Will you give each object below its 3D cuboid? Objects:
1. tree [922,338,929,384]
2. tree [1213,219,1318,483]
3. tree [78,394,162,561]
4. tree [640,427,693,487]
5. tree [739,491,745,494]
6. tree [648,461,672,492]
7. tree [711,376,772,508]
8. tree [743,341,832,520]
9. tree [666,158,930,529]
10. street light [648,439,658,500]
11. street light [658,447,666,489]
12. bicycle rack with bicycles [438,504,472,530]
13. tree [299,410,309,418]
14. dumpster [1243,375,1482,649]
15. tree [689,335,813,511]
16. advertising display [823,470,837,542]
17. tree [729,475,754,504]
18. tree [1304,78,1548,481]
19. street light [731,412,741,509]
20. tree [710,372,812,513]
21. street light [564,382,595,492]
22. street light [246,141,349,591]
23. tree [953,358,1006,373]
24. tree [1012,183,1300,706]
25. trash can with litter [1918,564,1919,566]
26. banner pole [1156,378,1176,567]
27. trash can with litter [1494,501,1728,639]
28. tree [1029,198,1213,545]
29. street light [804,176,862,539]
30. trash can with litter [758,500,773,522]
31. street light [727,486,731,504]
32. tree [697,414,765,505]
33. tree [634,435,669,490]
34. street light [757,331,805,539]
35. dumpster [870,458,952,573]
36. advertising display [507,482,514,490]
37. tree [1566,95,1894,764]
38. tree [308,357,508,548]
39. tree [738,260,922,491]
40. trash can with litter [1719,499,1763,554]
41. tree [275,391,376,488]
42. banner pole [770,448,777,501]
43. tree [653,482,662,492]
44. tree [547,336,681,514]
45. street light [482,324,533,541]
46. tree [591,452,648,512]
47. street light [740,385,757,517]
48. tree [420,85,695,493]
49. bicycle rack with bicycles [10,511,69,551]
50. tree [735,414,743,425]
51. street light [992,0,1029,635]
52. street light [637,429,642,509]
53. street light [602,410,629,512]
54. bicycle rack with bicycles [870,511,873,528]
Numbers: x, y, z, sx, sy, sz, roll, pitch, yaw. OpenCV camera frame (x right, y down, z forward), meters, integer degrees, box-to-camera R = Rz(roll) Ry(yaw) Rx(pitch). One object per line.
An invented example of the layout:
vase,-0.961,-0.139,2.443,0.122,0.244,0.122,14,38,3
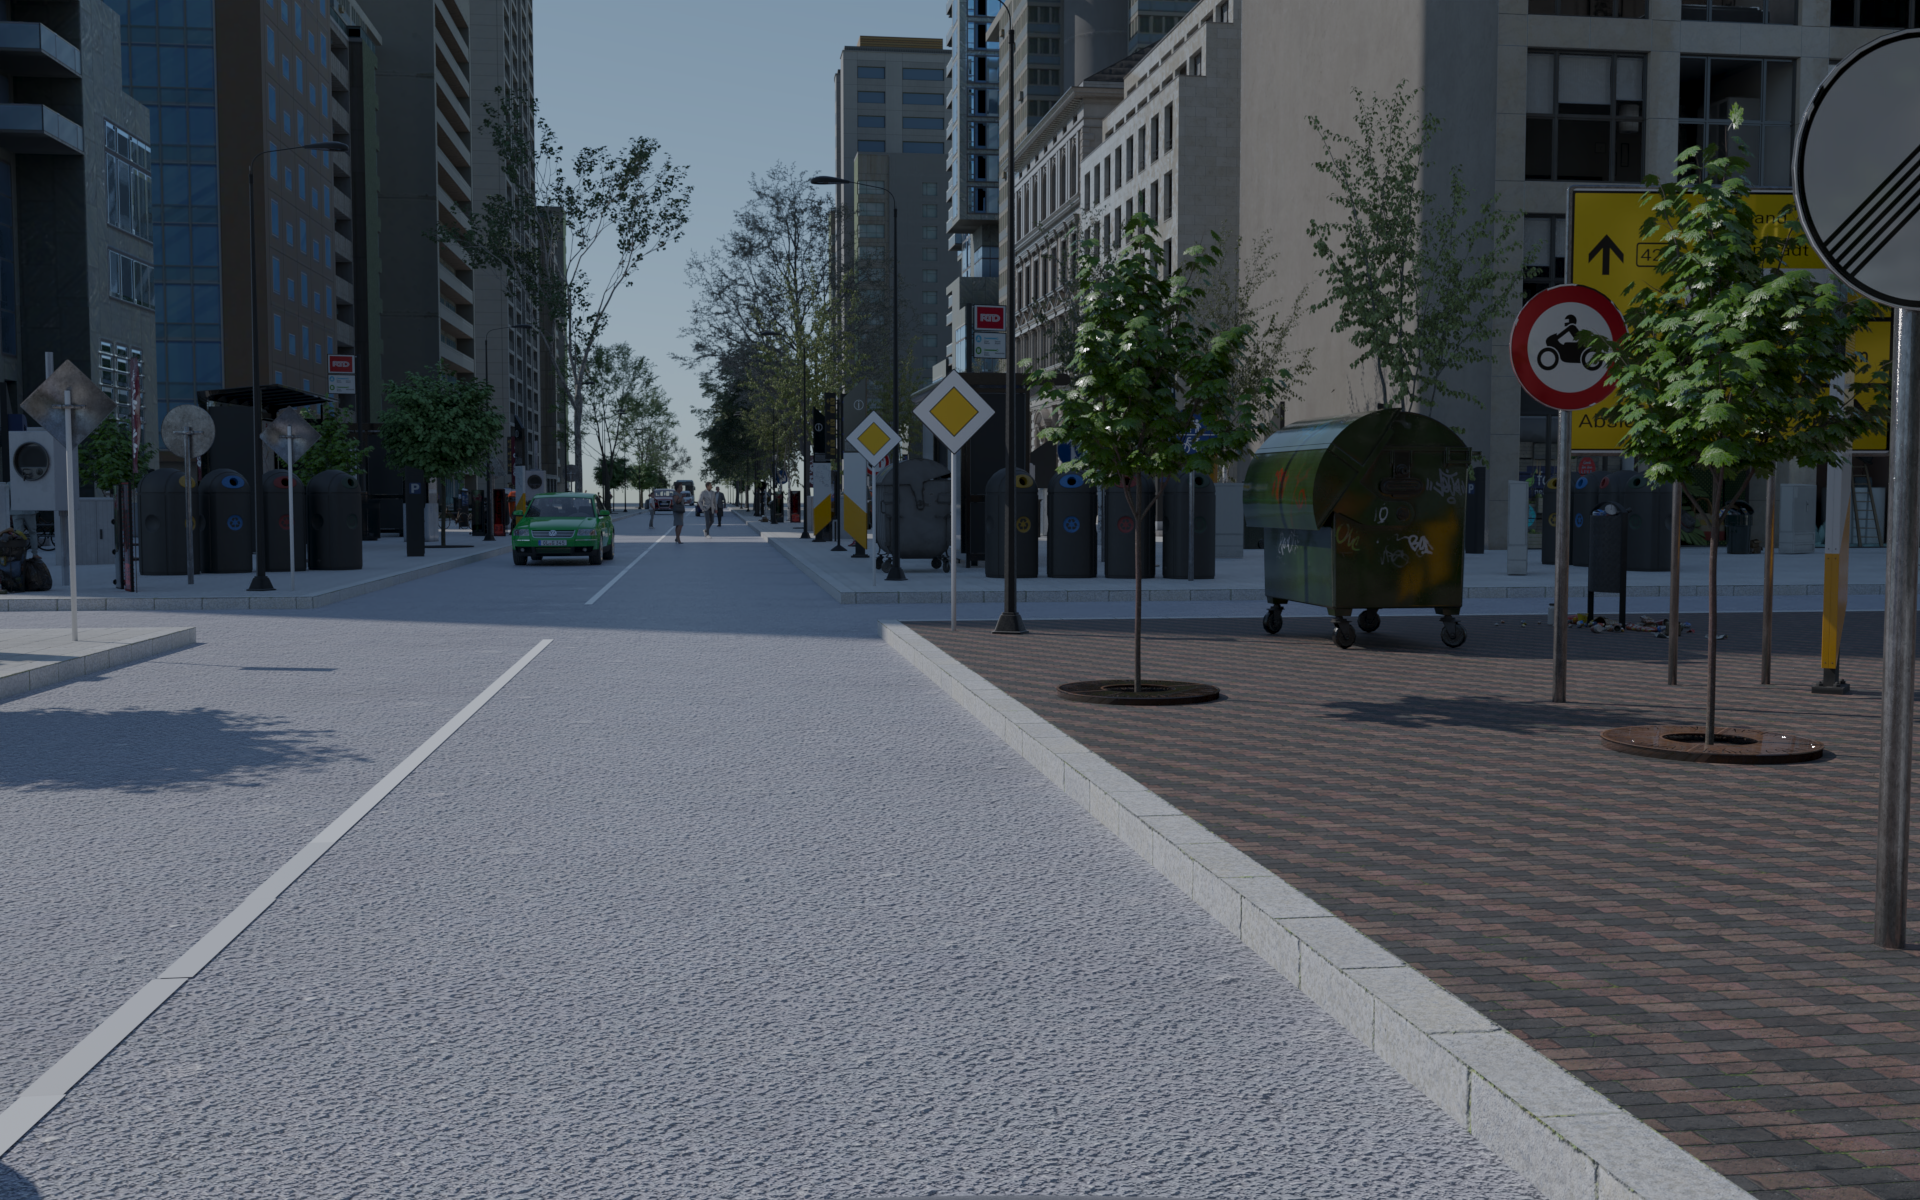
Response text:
tree,-2.822,-7.657,75.553,4.737,8.622,4.395,0,3,0
tree,7.493,-5.936,47.410,4.360,8.622,3.978,0,3,0
tree,-16.451,-2.363,33.232,1.663,3.219,1.824,0,3,0
tree,-39.979,-18.338,234.235,8.767,10.594,7.601,0,4,8
tree,-27.970,-13.903,221.912,1.663,3.219,1.824,0,3,0
tree,-28.755,-10.590,156.856,4.285,4.588,4.351,0,3,0
tree,-19.333,-14.682,158.172,7.486,12.596,7.792,0,3,0
tree,-7.899,-8.073,82.350,4.360,8.622,3.978,0,3,0
tree,-5.733,-9.387,63.841,12.009,13.543,11.850,0,3,0
street light,-26.665,-10.671,147.010,1.470,5.913,1.316,-1,4,-8
street light,-31.624,-12.756,181.098,1.470,5.913,1.316,-1,4,-8
bicycle rack with bicycles,-17.566,-2.988,62.237,2.852,0.926,2.925,1,4,20
tree,-24.483,-4.968,64.945,4.285,4.588,4.351,0,3,0
dumpster,3.476,-0.772,15.115,1.502,2.255,1.985,-1,4,-8
tree,-15.993,-13.968,135.038,9.857,13.997,8.962,0,3,0
advertising display,-3.600,-2.557,47.028,0.123,1.923,0.974,-2,4,-35
tree,-26.766,-14.087,214.030,4.285,4.588,4.351,0,3,0
tree,7.969,-4.935,31.045,4.737,8.622,4.395,0,3,0
street light,-12.448,-7.846,100.820,1.470,5.913,1.316,-1,4,-8
tree,-13.612,-11.298,119.134,7.601,10.594,8.767,-1,4,-14
street light,-15.732,-6.053,71.513,1.470,5.913,1.316,-1,4,-8
street light,-8.750,-3.081,22.909,1.470,5.913,1.316,-1,4,-8
tree,1.524,-8.296,86.009,4.360,8.622,3.978,0,3,0
tree,1.023,-0.992,10.825,1.663,3.219,1.824,0,3,0
trash can with litter,16.310,-1.095,29.283,1.055,1.170,0.624,1,4,19
banner pole,3.477,-2.465,30.319,0.401,3.779,0.863,-3,5,-39
trash can with litter,6.209,-0.316,16.222,1.678,1.210,2.233,-1,4,-15
tree,3.584,-5.668,43.037,4.360,8.622,3.978,0,3,0
street light,-1.485,-3.240,25.517,1.470,5.913,1.316,-1,4,-8
trash can with litter,-8.612,-4.124,78.819,1.055,1.170,0.624,-2,4,-26
street light,-15.886,-9.342,125.280,1.470,5.913,1.316,-1,4,-8
tree,-25.371,-17.186,197.993,9.611,12.733,9.660,0,3,0
tree,-32.982,-14.432,186.326,4.737,8.622,4.395,0,3,0
street light,-4.993,-4.719,49.704,1.470,5.913,1.316,-1,4,-8
dumpster,-0.779,-1.409,28.791,1.264,1.857,1.865,-1,4,-8
advertising display,-24.814,-5.590,96.606,0.123,1.923,0.974,2,4,34
tree,3.723,-0.850,8.501,1.663,3.219,1.824,0,3,0
tree,-12.451,-3.537,41.539,4.285,4.588,4.351,0,3,0
tree,-4.507,-6.321,53.707,4.737,8.622,4.395,0,3,0
trash can with litter,16.743,-1.572,37.097,1.055,1.170,0.624,-3,5,-41
tree,-11.926,-2.338,32.831,1.663,3.219,1.824,0,3,0
banner pole,-9.852,-6.196,91.328,0.401,3.779,0.863,-3,5,-40
tree,-39.950,-14.227,227.212,1.663,3.219,1.824,0,3,0
tree,-22.914,-11.438,112.765,9.928,11.665,9.643,0,3,0
street light,-12.381,-4.580,47.431,1.470,5.913,1.316,-1,4,-8
tree,-25.462,-8.781,127.284,4.285,4.588,4.351,0,3,0
street light,-8.472,-6.192,73.788,1.470,5.913,1.316,-1,4,-8
tree,-19.909,-13.893,83.041,12.611,20.169,13.585,0,3,0
bicycle rack with bicycles,-20.779,-1.589,39.362,2.925,0.926,2.852,0,4,-6
tree,-12.008,-9.700,108.951,4.360,8.622,3.978,0,3,0
street light,-0.072,-2.641,15.714,1.470,5.913,1.316,-1,4,-8
street light,-23.234,-9.199,122.939,1.470,5.913,1.316,-1,4,-8
street light,-19.678,-7.715,98.689,1.470,5.913,1.316,-1,4,-8
bicycle rack with bicycles,-2.341,-3.145,64.805,2.925,0.926,2.852,0,4,3
